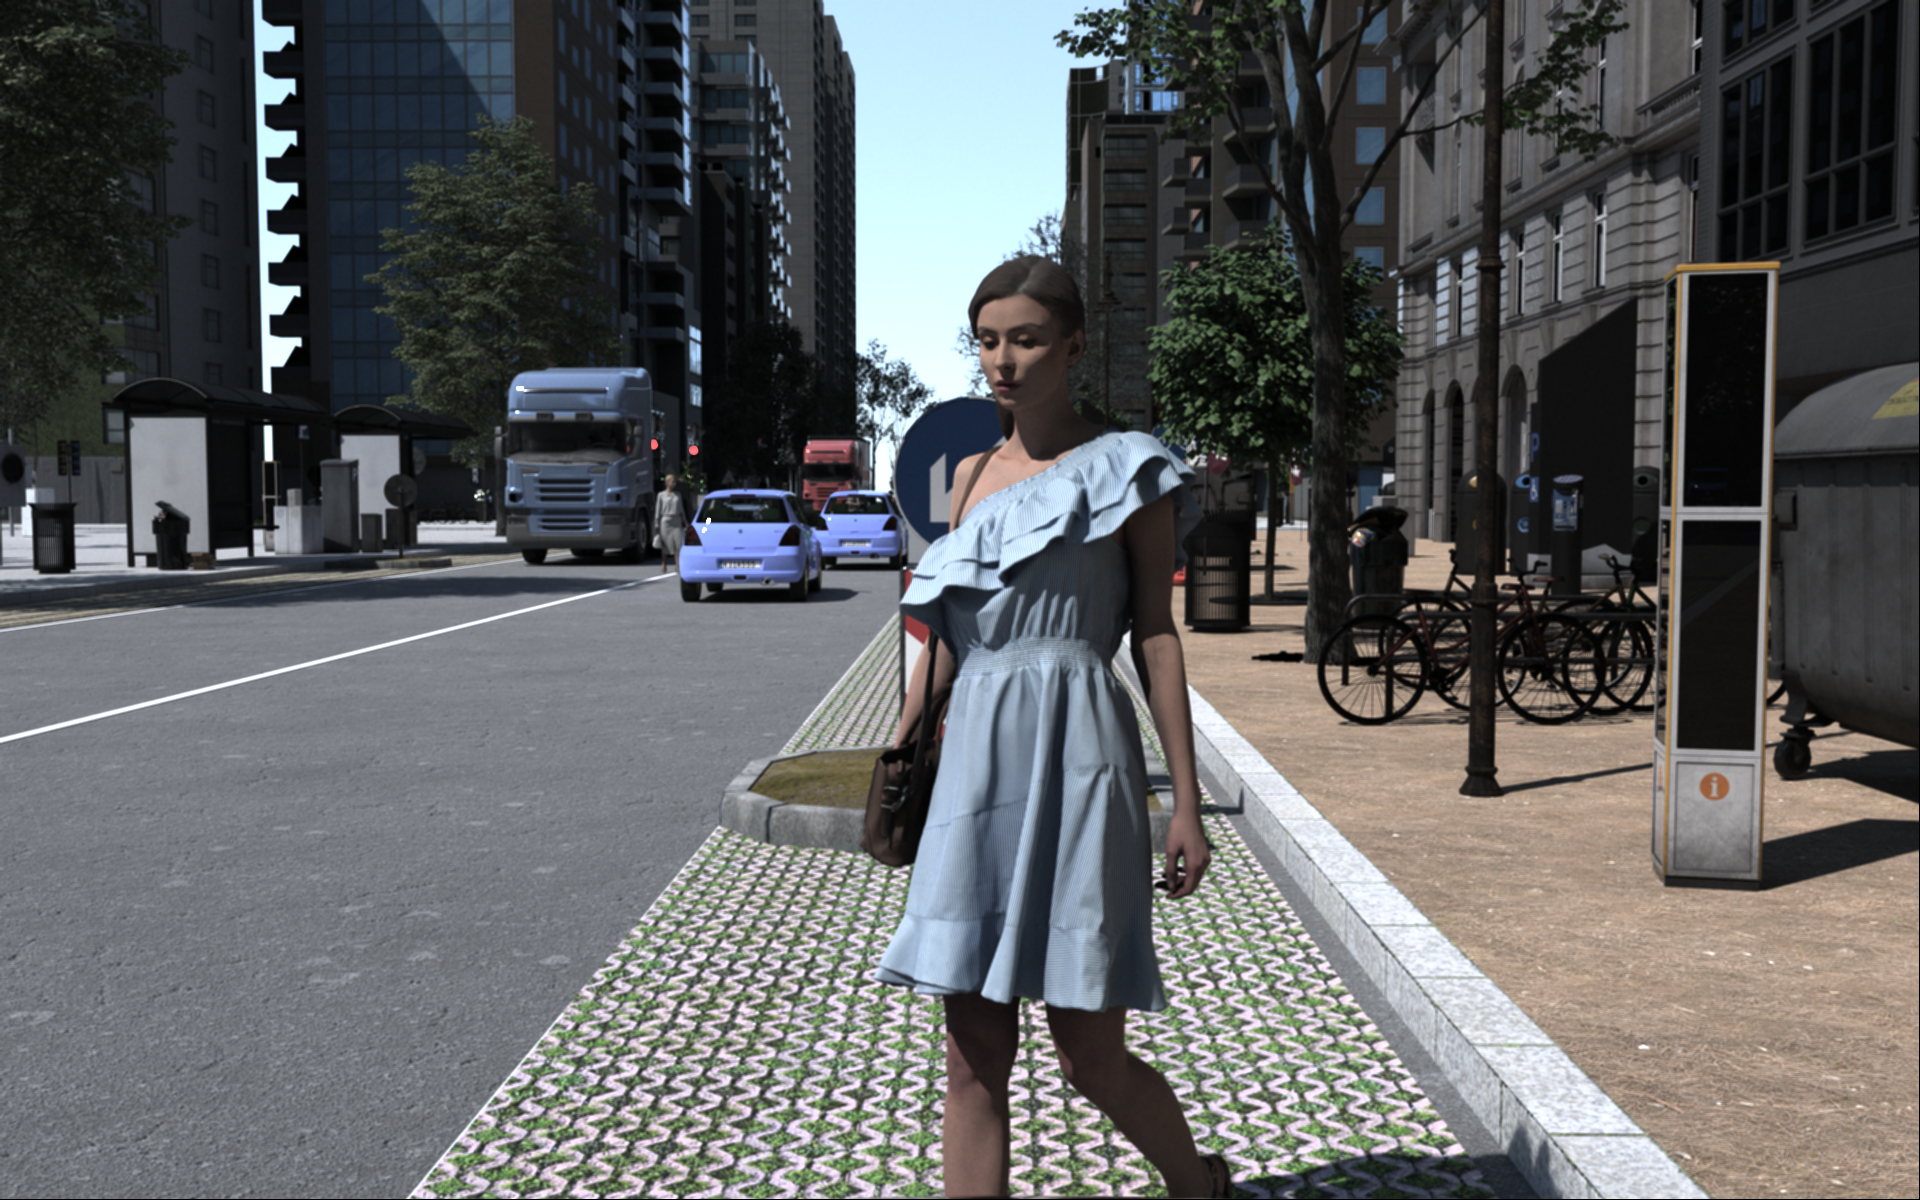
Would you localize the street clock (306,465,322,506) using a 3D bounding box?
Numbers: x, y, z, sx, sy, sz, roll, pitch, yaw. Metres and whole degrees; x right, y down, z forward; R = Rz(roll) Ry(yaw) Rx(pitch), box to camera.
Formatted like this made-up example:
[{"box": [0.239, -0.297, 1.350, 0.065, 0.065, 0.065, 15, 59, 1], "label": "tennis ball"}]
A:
[{"box": [-15.996, -2.357, 43.109, 0.471, 2.002, 0.358, -1, 4, -14], "label": "street clock"}]

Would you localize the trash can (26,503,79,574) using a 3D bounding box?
[{"box": [-14.643, -0.999, 27.983, 0.748, 1.137, 0.748, 0, 3, 0], "label": "trash can"}]

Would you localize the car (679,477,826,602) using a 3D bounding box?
[{"box": [-2.878, -0.903, 24.362, 1.945, 1.707, 3.694, 0, 4, -1], "label": "car"}]

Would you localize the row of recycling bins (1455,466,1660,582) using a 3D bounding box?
[{"box": [9.217, -1.191, 26.585, 1.069, 1.692, 3.534, -3, 5, -42], "label": "row of recycling bins"}]

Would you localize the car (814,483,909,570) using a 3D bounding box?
[{"box": [-1.908, -1.487, 33.896, 1.945, 1.707, 3.694, 0, 4, 1], "label": "car"}]

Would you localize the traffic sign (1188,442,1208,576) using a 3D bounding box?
[{"box": [3.856, -1.531, 27.156, 0.606, 2.300, 0.079, 0, 4, 3], "label": "traffic sign"}]

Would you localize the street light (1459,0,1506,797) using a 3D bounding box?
[{"box": [2.228, -2.107, 7.229, 0.468, 5.910, 1.993, 0, 4, 1], "label": "street light"}]

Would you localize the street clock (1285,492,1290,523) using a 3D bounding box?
[{"box": [14.523, -4.410, 76.666, 0.471, 2.002, 0.358, 1, 4, 19], "label": "street clock"}]

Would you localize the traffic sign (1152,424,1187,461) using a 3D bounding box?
[{"box": [3.465, -1.703, 27.949, 0.768, 2.556, 0.104, 0, 4, 7], "label": "traffic sign"}]

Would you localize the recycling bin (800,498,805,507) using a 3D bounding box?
[{"box": [-11.229, -6.981, 126.686, 0.722, 1.027, 0.722, 2, 4, 35], "label": "recycling bin"}]

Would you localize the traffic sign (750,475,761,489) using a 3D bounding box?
[{"box": [-13.498, -6.991, 114.416, 0.768, 2.556, 0.104, 1, 4, 11], "label": "traffic sign"}]

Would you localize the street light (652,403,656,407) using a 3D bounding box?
[{"box": [-12.364, -5.846, 68.368, 0.468, 5.910, 1.993, 0, 4, 1], "label": "street light"}]

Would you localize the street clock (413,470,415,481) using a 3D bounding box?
[{"box": [-14.422, -2.478, 45.080, 0.471, 2.002, 0.358, -1, 4, -11], "label": "street clock"}]

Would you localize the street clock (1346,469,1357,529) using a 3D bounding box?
[{"box": [11.444, -2.831, 50.864, 0.358, 2.002, 0.471, -1, 4, -10], "label": "street clock"}]

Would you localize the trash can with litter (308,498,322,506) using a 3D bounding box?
[{"box": [-17.325, -2.185, 47.114, 0.624, 1.170, 1.055, -3, 4, -38], "label": "trash can with litter"}]

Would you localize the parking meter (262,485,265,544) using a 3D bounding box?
[{"box": [-17.667, -2.201, 44.403, 0.372, 1.533, 0.369, 0, 3, 0], "label": "parking meter"}]

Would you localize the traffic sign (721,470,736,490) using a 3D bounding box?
[{"box": [-12.245, -5.612, 91.753, 0.884, 2.594, 0.081, 0, 4, 7], "label": "traffic sign"}]

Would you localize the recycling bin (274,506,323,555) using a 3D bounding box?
[{"box": [-14.025, -1.479, 36.735, 0.722, 1.027, 0.722, 1, 4, 15], "label": "recycling bin"}]

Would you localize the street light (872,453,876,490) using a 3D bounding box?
[{"box": [-9.651, -13.648, 195.938, 0.468, 5.910, 1.993, 0, 4, 1], "label": "street light"}]

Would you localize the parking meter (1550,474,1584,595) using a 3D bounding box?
[{"box": [7.742, -0.837, 22.093, 0.372, 1.533, 0.369, 0, 3, 0], "label": "parking meter"}]

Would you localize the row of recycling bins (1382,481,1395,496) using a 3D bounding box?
[{"box": [14.472, -3.051, 56.995, 1.069, 1.692, 3.534, 1, 4, 18], "label": "row of recycling bins"}]

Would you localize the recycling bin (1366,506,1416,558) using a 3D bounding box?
[{"box": [8.736, -1.382, 35.150, 0.722, 1.027, 0.722, -2, 4, -29], "label": "recycling bin"}]

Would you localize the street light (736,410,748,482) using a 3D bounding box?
[{"box": [-11.818, -7.418, 94.064, 0.468, 5.910, 1.993, 0, 4, 1], "label": "street light"}]

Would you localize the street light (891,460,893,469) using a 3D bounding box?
[{"box": [-8.961, -15.652, 228.690, 0.468, 5.910, 1.993, 0, 4, 1], "label": "street light"}]

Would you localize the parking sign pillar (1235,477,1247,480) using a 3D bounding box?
[{"box": [13.525, -5.955, 85.835, 1.447, 3.967, 1.447, -1, 4, -13], "label": "parking sign pillar"}]

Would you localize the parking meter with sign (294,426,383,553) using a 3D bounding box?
[{"box": [-13.442, -2.526, 37.556, 1.738, 3.016, 0.543, 0, 4, 3], "label": "parking meter with sign"}]

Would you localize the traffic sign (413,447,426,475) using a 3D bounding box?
[{"box": [-14.657, -2.826, 46.312, 0.768, 2.556, 0.104, 0, 4, 4], "label": "traffic sign"}]

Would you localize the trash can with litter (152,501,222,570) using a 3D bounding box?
[{"box": [-13.089, -1.098, 29.333, 1.055, 1.170, 0.624, 0, 4, -6], "label": "trash can with litter"}]

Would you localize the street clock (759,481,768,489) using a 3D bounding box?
[{"box": [-11.316, -5.815, 99.642, 0.471, 2.002, 0.358, 1, 4, 15], "label": "street clock"}]

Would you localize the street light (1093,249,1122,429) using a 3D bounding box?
[{"box": [2.789, -3.678, 32.925, 0.468, 5.910, 1.993, 0, 4, 1], "label": "street light"}]

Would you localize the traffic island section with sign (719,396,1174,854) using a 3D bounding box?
[{"box": [-0.031, 0.050, 7.807, 1.989, 1.847, 2.006, 0, 4, 1], "label": "traffic island section with sign"}]

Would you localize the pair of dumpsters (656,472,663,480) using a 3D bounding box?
[{"box": [-13.263, -4.432, 74.959, 1.574, 2.255, 4.437, 0, 4, 1], "label": "pair of dumpsters"}]

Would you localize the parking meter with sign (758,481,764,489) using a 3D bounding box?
[{"box": [-15.330, -8.425, 134.002, 0.543, 3.016, 1.738, -1, 4, -14], "label": "parking meter with sign"}]

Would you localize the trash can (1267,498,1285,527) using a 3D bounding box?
[{"box": [12.275, -3.407, 67.357, 0.748, 1.137, 0.748, 0, 3, 0], "label": "trash can"}]

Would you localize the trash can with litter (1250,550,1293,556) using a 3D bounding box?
[{"box": [5.860, -1.552, 36.439, 2.233, 1.210, 1.678, 1, 4, 19], "label": "trash can with litter"}]

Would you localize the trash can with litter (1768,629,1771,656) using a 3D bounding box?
[{"box": [7.077, -0.174, 13.908, 1.678, 1.210, 2.233, -1, 4, -14], "label": "trash can with litter"}]

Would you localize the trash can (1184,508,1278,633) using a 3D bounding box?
[{"box": [2.401, -0.274, 16.138, 0.748, 1.137, 0.748, 0, 3, 0], "label": "trash can"}]

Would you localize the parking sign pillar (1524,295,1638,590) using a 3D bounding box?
[{"box": [8.525, -2.157, 23.747, 1.447, 3.967, 1.447, 0, 4, -1], "label": "parking sign pillar"}]

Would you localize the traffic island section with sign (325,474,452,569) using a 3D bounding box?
[{"box": [-11.060, -1.539, 33.795, 1.989, 1.847, 2.006, 0, 4, 1], "label": "traffic island section with sign"}]

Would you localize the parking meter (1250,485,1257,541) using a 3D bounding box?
[{"box": [7.974, -2.401, 47.671, 0.372, 1.533, 0.369, 0, 3, 0], "label": "parking meter"}]

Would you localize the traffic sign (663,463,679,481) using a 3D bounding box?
[{"box": [-12.010, -4.371, 71.464, 0.884, 2.594, 0.081, 0, 4, 3], "label": "traffic sign"}]

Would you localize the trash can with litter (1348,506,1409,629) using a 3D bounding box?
[{"box": [3.881, -0.324, 16.677, 0.624, 1.170, 1.055, -1, 4, -10], "label": "trash can with litter"}]

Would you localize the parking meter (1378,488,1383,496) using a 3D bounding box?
[{"box": [17.267, -3.812, 70.738, 0.372, 1.533, 0.369, 0, 3, 0], "label": "parking meter"}]
